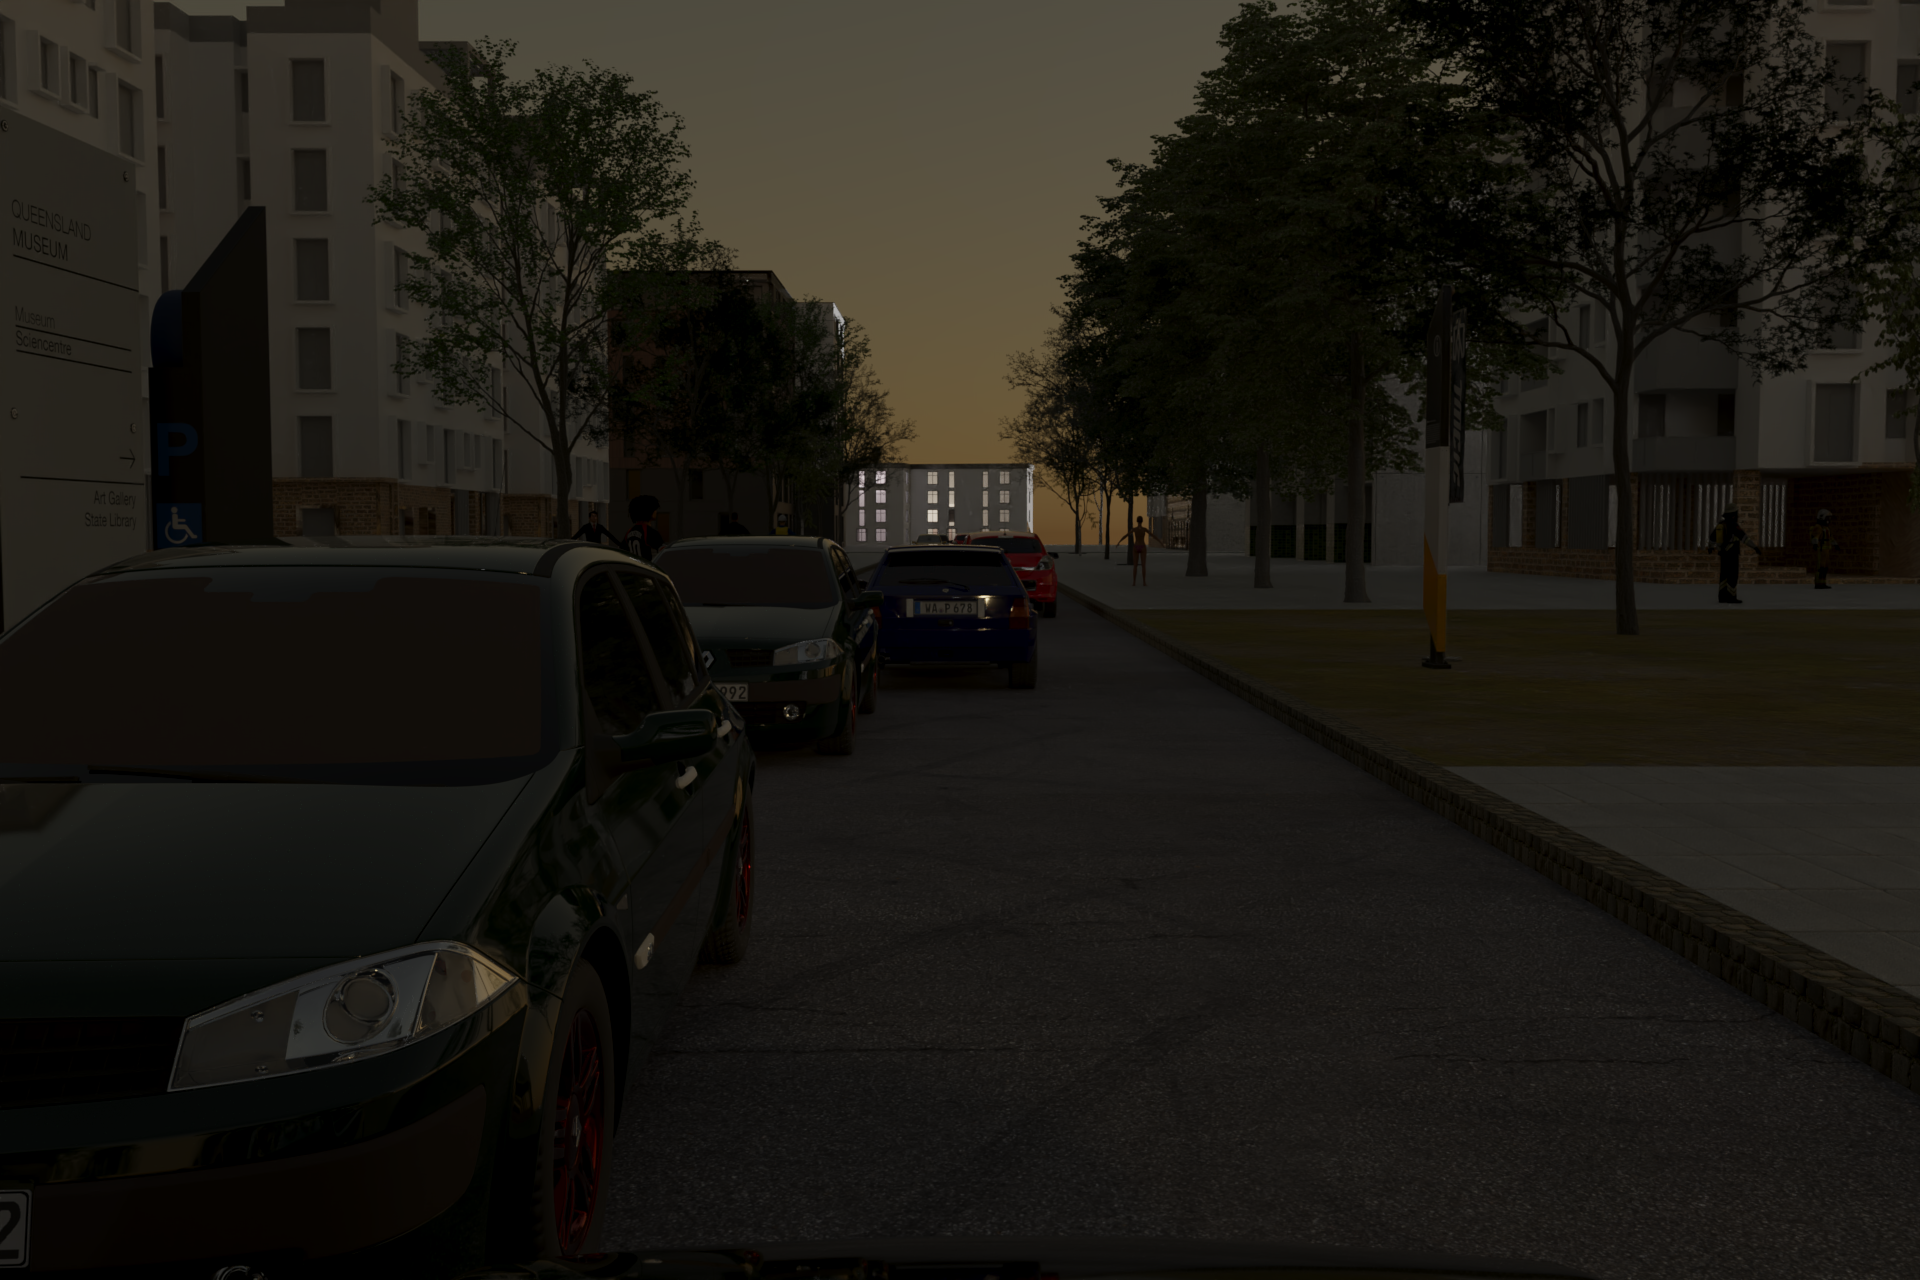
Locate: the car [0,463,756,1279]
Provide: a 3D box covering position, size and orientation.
[{"bbox_3d":[-1.550,0.329,4.411,2.009,1.686,4.222,0,4,0],"label":"car"}]

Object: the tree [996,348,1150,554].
[{"bbox_3d":[7.448,-12.278,111.119,12.009,13.543,11.850,0,3,0],"label":"tree"}]

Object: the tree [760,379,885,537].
[{"bbox_3d":[-8.121,-10.317,103.103,8.767,10.594,7.601,1,4,21],"label":"tree"}]

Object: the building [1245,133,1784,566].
[{"bbox_3d":[25.018,-13.363,84.938,16.747,18.905,31.486,0,3,0],"label":"building"}]

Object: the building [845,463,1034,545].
[{"bbox_3d":[-5.758,-15.898,204.539,28.070,9.664,9.099,1,4,10],"label":"building"}]

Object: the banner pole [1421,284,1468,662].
[{"bbox_3d":[4.900,-1.666,17.255,0.401,3.779,0.863,0,4,-1],"label":"banner pole"}]

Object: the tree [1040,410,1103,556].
[{"bbox_3d":[7.052,-9.124,99.539,4.360,8.622,3.978,0,3,0],"label":"tree"}]

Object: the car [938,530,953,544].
[{"bbox_3d":[-1.466,-6.472,115.597,2.009,1.686,4.222,0,4,0],"label":"car"}]

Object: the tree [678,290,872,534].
[{"bbox_3d":[-7.819,-8.995,72.831,9.928,11.665,9.643,0,3,0],"label":"tree"}]

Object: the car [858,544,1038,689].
[{"bbox_3d":[-0.172,-0.292,17.357,1.945,1.354,3.894,0,4,-1],"label":"car"}]

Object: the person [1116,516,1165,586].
[{"bbox_3d":[4.450,-2.202,42.812,1.217,1.733,0.721,1,4,11],"label":"person"}]

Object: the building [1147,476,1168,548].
[{"bbox_3d":[23.583,-19.156,169.617,16.016,20.090,11.380,0,4,0],"label":"building"}]

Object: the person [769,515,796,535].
[{"bbox_3d":[-4.556,-2.335,44.638,1.216,1.772,0.721,0,4,5],"label":"person"}]

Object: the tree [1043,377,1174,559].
[{"bbox_3d":[7.740,-9.357,87.406,7.601,10.594,8.767,-2,4,-28],"label":"tree"}]

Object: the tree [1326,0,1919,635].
[{"bbox_3d":[8.207,-5.352,21.917,7.601,10.594,8.767,1,4,11],"label":"tree"}]

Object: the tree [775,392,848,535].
[{"bbox_3d":[-7.819,-8.437,88.309,4.737,8.622,4.395,0,3,0],"label":"tree"}]

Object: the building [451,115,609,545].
[{"bbox_3d":[-23.825,-13.658,79.730,16.016,20.090,11.380,0,4,1],"label":"building"}]

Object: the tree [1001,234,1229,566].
[{"bbox_3d":[6.900,-9.811,70.780,12.009,13.543,11.850,0,3,0],"label":"tree"}]

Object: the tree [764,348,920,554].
[{"bbox_3d":[-7.766,-12.434,113.667,12.009,13.543,11.850,0,3,0],"label":"tree"}]

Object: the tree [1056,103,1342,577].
[{"bbox_3d":[7.166,-8.907,52.280,9.857,13.997,8.962,0,3,0],"label":"tree"}]

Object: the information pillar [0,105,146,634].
[{"bbox_3d":[-5.319,-1.160,10.277,0.184,3.620,1.656,0,4,1],"label":"information pillar"}]

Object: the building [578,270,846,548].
[{"bbox_3d":[-25.012,-18.756,150.634,27.936,21.610,32.646,0,4,0],"label":"building"}]

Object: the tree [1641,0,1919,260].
[{"bbox_3d":[7.236,-4.591,9.481,8.767,10.594,7.601,3,5,40],"label":"tree"}]

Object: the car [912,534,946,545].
[{"bbox_3d":[-1.802,-5.593,101.662,2.015,1.641,3.980,0,4,0],"label":"car"}]

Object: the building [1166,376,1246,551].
[{"bbox_3d":[26.875,-18.827,138.750,19.493,23.208,18.063,0,4,0],"label":"building"}]

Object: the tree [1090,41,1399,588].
[{"bbox_3d":[6.804,-7.502,40.786,7.486,12.596,7.792,0,3,0],"label":"tree"}]

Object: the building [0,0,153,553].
[{"bbox_3d":[-27.713,-10.980,35.943,16.016,20.090,11.380,0,4,1],"label":"building"}]

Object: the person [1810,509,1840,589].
[{"bbox_3d":[20.121,-2.115,40.346,1.354,1.858,0.705,-3,5,-42],"label":"person"}]

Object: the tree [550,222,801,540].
[{"bbox_3d":[-8.711,-7.235,52.707,8.767,10.594,7.601,0,4,6],"label":"tree"}]

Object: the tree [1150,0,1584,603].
[{"bbox_3d":[7.338,-6.948,31.731,7.486,12.596,7.792,0,3,0],"label":"tree"}]

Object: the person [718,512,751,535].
[{"bbox_3d":[-5.388,-2.162,41.569,1.346,1.802,0.704,1,4,9],"label":"person"}]

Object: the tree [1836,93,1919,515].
[{"bbox_3d":[15.381,-4.677,26.827,4.737,8.622,4.395,0,3,0],"label":"tree"}]

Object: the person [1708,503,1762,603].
[{"bbox_3d":[14.299,-1.611,32.124,0.705,1.856,1.354,-1,4,-16],"label":"person"}]

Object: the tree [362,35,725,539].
[{"bbox_3d":[-8.523,-6.787,36.726,9.928,11.665,9.643,0,3,0],"label":"tree"}]

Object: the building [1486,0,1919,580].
[{"bbox_3d":[22.838,-12.237,56.497,16.016,20.090,11.380,0,4,0],"label":"building"}]

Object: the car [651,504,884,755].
[{"bbox_3d":[-1.523,-0.163,12.450,2.009,1.686,4.222,0,4,0],"label":"car"}]

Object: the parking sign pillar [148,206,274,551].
[{"bbox_3d":[-5.902,-1.543,13.694,1.447,3.967,1.447,0,3,0],"label":"parking sign pillar"}]

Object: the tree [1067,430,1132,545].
[{"bbox_3d":[17.511,-21.443,206.478,12.611,20.169,13.585,0,3,0],"label":"tree"}]

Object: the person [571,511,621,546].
[{"bbox_3d":[-8.330,-2.034,39.436,1.347,1.806,0.705,-2,4,-24],"label":"person"}]

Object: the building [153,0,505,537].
[{"bbox_3d":[-23.456,-12.284,57.258,16.016,20.090,11.380,0,4,0],"label":"building"}]

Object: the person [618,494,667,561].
[{"bbox_3d":[-3.145,-0.544,17.502,1.345,1.843,0.704,3,5,43],"label":"person"}]

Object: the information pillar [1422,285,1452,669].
[{"bbox_3d":[4.568,-1.543,16.588,0.183,3.616,0.504,0,4,-2],"label":"information pillar"}]

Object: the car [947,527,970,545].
[{"bbox_3d":[0.411,-4.840,88.169,2.155,1.783,4.494,0,4,0],"label":"car"}]

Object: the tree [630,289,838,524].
[{"bbox_3d":[-8.200,-7.887,63.362,8.767,10.594,7.601,1,4,15],"label":"tree"}]

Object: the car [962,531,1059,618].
[{"bbox_3d":[0.740,-1.351,31.137,2.155,1.783,4.494,0,4,-1],"label":"car"}]
